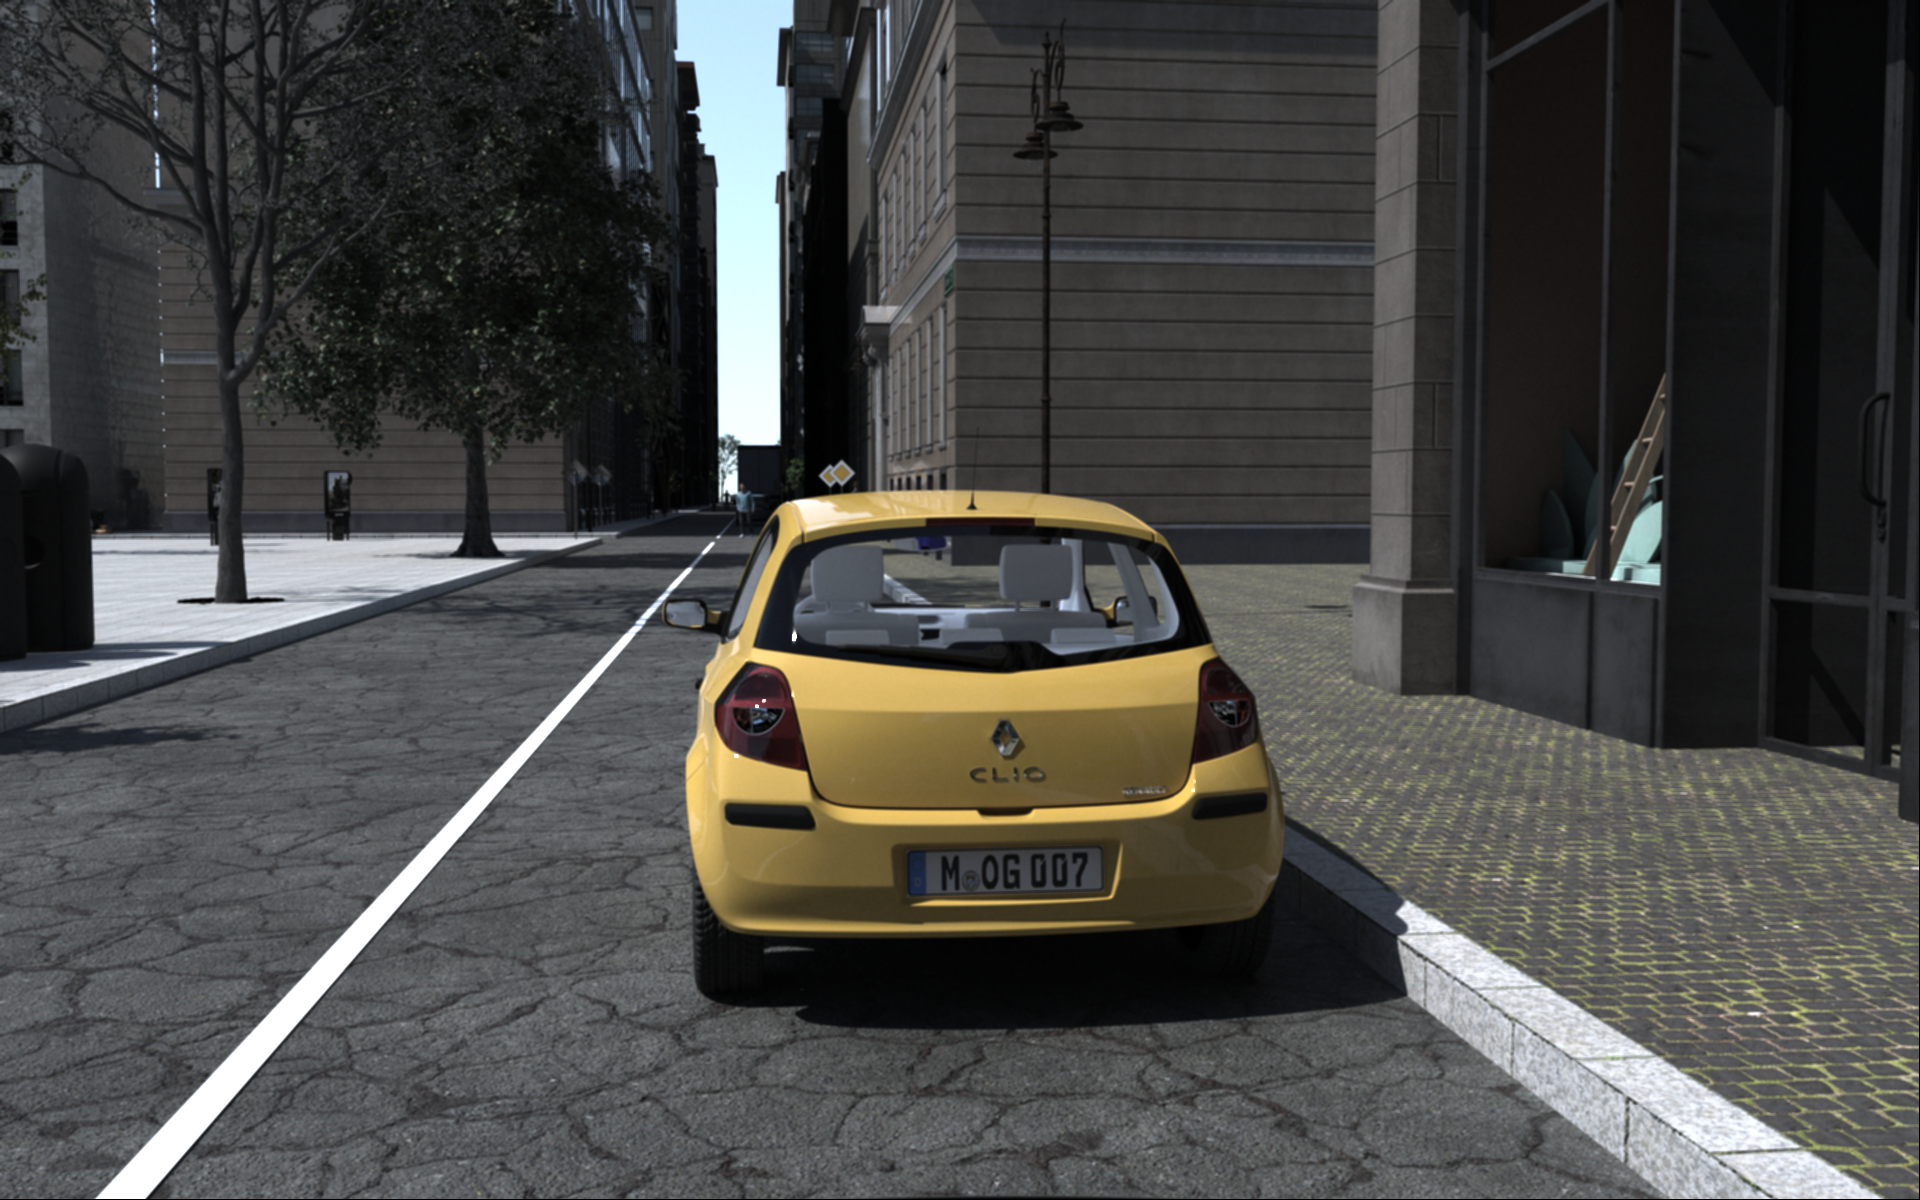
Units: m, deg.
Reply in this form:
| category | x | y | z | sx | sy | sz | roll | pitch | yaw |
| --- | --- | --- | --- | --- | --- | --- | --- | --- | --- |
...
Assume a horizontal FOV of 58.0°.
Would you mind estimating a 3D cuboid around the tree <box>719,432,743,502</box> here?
| category | x | y | z | sx | sy | sz | roll | pitch | yaw |
| --- | --- | --- | --- | --- | --- | --- | --- | --- | --- |
| tree | -39.663 | -22.263 | 289.748 | 9.928 | 11.665 | 9.643 | 0 | 3 | 0 |

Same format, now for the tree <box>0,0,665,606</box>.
| category | x | y | z | sx | sy | sz | roll | pitch | yaw |
| --- | --- | --- | --- | --- | --- | --- | --- | --- | --- |
| tree | -8.468 | -6.710 | 20.084 | 12.009 | 13.543 | 11.850 | 0 | 3 | 0 |

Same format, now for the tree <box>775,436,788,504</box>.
| category | x | y | z | sx | sy | sz | roll | pitch | yaw |
| --- | --- | --- | --- | --- | --- | --- | --- | --- | --- |
| tree | -22.605 | -16.608 | 221.899 | 4.737 | 8.622 | 4.395 | 0 | 3 | 0 |

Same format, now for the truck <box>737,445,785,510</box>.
| category | x | y | z | sx | sy | sz | roll | pitch | yaw |
| --- | --- | --- | --- | --- | --- | --- | --- | --- | --- |
| truck | -11.999 | -7.070 | 104.506 | 2.839 | 4.237 | 11.283 | 0 | 4 | -5 |

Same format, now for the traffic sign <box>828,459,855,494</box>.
| category | x | y | z | sx | sy | sz | roll | pitch | yaw |
| --- | --- | --- | --- | --- | --- | --- | --- | --- | --- |
| traffic sign | -3.413 | -2.837 | 50.030 | 0.795 | 2.450 | 0.064 | 0 | 4 | -7 |

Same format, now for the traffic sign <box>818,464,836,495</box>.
| category | x | y | z | sx | sy | sz | roll | pitch | yaw |
| --- | --- | --- | --- | --- | --- | --- | --- | --- | --- |
| traffic sign | -4.342 | -3.322 | 57.961 | 0.795 | 2.450 | 0.064 | 0 | 4 | -7 |

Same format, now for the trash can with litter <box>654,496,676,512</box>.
| category | x | y | z | sx | sy | sz | roll | pitch | yaw |
| --- | --- | --- | --- | --- | --- | --- | --- | --- | --- |
| trash can with litter | -21.541 | -6.948 | 124.662 | 2.233 | 1.210 | 1.678 | 1 | 4 | 11 |

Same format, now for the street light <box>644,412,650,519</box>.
| category | x | y | z | sx | sy | sz | roll | pitch | yaw |
| --- | --- | --- | --- | --- | --- | --- | --- | --- | --- |
| street light | -16.058 | -7.107 | 88.984 | 0.468 | 5.910 | 1.993 | 0 | 4 | -7 |

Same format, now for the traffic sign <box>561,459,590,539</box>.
| category | x | y | z | sx | sy | sz | roll | pitch | yaw |
| --- | --- | --- | --- | --- | --- | --- | --- | --- | --- |
| traffic sign | -10.908 | -2.785 | 49.175 | 0.795 | 2.450 | 0.064 | 0 | 4 | -7 |

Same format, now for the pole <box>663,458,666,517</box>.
| category | x | y | z | sx | sy | sz | roll | pitch | yaw |
| --- | --- | --- | --- | --- | --- | --- | --- | --- | --- |
| pole | -16.644 | -6.341 | 97.510 | 0.158 | 3.312 | 0.155 | 0 | 3 | 0 |

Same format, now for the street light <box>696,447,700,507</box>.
| category | x | y | z | sx | sy | sz | roll | pitch | yaw |
| --- | --- | --- | --- | --- | --- | --- | --- | --- | --- |
| street light | -24.971 | -11.777 | 165.338 | 0.468 | 5.910 | 1.993 | 0 | 4 | -7 |

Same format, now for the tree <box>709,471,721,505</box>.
| category | x | y | z | sx | sy | sz | roll | pitch | yaw |
| --- | --- | --- | --- | --- | --- | --- | --- | --- | --- |
| tree | -30.606 | -13.751 | 208.541 | 4.285 | 4.588 | 4.351 | 0 | 3 | 0 |

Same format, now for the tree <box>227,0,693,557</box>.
| category | x | y | z | sx | sy | sz | roll | pitch | yaw |
| --- | --- | --- | --- | --- | --- | --- | --- | --- | --- |
| tree | -10.031 | -7.234 | 35.278 | 9.611 | 12.733 | 9.660 | 0 | 3 | 0 |

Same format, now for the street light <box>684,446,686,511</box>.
| category | x | y | z | sx | sy | sz | roll | pitch | yaw |
| --- | --- | --- | --- | --- | --- | --- | --- | --- | --- |
| street light | -21.428 | -9.866 | 134.100 | 0.468 | 5.910 | 1.993 | 0 | 4 | -7 |

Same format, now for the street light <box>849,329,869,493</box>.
| category | x | y | z | sx | sy | sz | roll | pitch | yaw |
| --- | --- | --- | --- | --- | --- | --- | --- | --- | --- |
| street light | -2.836 | -4.641 | 48.676 | 0.468 | 5.910 | 1.993 | 0 | 4 | -7 |

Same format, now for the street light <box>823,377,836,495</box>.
| category | x | y | z | sx | sy | sz | roll | pitch | yaw |
| --- | --- | --- | --- | --- | --- | --- | --- | --- | --- |
| street light | -5.165 | -5.871 | 68.782 | 0.468 | 5.910 | 1.993 | 0 | 4 | -7 |

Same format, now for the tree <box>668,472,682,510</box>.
| category | x | y | z | sx | sy | sz | roll | pitch | yaw |
| --- | --- | --- | --- | --- | --- | --- | --- | --- | --- |
| tree | -21.555 | -8.234 | 129.233 | 1.663 | 3.219 | 1.824 | 0 | 3 | 0 |

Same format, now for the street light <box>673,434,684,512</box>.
| category | x | y | z | sx | sy | sz | roll | pitch | yaw |
| --- | --- | --- | --- | --- | --- | --- | --- | --- | --- |
| street light | -19.707 | -9.033 | 120.474 | 0.468 | 5.910 | 1.993 | 0 | 4 | -7 |

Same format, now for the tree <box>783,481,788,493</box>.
| category | x | y | z | sx | sy | sz | roll | pitch | yaw |
| --- | --- | --- | --- | --- | --- | --- | --- | --- | --- |
| tree | -21.337 | -13.611 | 217.139 | 1.663 | 3.219 | 1.824 | 0 | 3 | 0 |

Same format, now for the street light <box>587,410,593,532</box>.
| category | x | y | z | sx | sy | sz | roll | pitch | yaw |
| --- | --- | --- | --- | --- | --- | --- | --- | --- | --- |
| street light | -12.374 | -5.197 | 57.762 | 0.468 | 5.910 | 1.993 | 0 | 4 | -7 |

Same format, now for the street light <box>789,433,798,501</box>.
| category | x | y | z | sx | sy | sz | roll | pitch | yaw |
| --- | --- | --- | --- | --- | --- | --- | --- | --- | --- |
| street light | -12.511 | -9.719 | 131.695 | 0.468 | 5.910 | 1.993 | 0 | 4 | -7 |

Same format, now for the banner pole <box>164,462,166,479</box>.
| category | x | y | z | sx | sy | sz | roll | pitch | yaw |
| --- | --- | --- | --- | --- | --- | --- | --- | --- | --- |
| banner pole | -44.349 | -6.527 | 96.739 | 0.863 | 3.779 | 0.401 | 0 | 4 | 4 |

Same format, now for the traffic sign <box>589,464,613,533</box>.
| category | x | y | z | sx | sy | sz | roll | pitch | yaw |
| --- | --- | --- | --- | --- | --- | --- | --- | --- | --- |
| traffic sign | -11.837 | -3.270 | 57.106 | 0.795 | 2.450 | 0.064 | 0 | 4 | -7 |

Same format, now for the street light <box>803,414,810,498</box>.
| category | x | y | z | sx | sy | sz | roll | pitch | yaw |
| --- | --- | --- | --- | --- | --- | --- | --- | --- | --- |
| street light | -8.806 | -7.799 | 100.302 | 0.468 | 5.910 | 1.993 | 0 | 4 | -7 |

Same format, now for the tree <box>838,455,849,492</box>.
| category | x | y | z | sx | sy | sz | roll | pitch | yaw |
| --- | --- | --- | --- | --- | --- | --- | --- | --- | --- |
| tree | -4.591 | -4.937 | 75.325 | 1.663 | 3.219 | 1.824 | 0 | 3 | 0 |

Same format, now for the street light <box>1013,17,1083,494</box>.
| category | x | y | z | sx | sy | sz | roll | pitch | yaw |
| --- | --- | --- | --- | --- | --- | --- | --- | --- | --- |
| street light | 0.868 | -2.732 | 17.457 | 0.468 | 5.910 | 1.993 | 0 | 4 | -7 |

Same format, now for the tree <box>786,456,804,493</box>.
| category | x | y | z | sx | sy | sz | roll | pitch | yaw |
| --- | --- | --- | --- | --- | --- | --- | --- | --- | --- |
| tree | -11.992 | -9.262 | 135.146 | 4.285 | 4.588 | 4.351 | 0 | 3 | 0 |

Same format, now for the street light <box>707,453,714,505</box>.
| category | x | y | z | sx | sy | sz | roll | pitch | yaw |
| --- | --- | --- | --- | --- | --- | --- | --- | --- | --- |
| street light | -28.526 | -13.687 | 196.574 | 0.468 | 5.910 | 1.993 | 0 | 4 | -7 |

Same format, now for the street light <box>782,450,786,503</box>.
| category | x | y | z | sx | sy | sz | roll | pitch | yaw |
| --- | --- | --- | --- | --- | --- | --- | --- | --- | --- |
| street light | -17.877 | -12.477 | 176.782 | 0.468 | 5.910 | 1.993 | 0 | 4 | -7 |

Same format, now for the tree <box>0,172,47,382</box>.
| category | x | y | z | sx | sy | sz | roll | pitch | yaw |
| --- | --- | --- | --- | --- | --- | --- | --- | --- | --- |
| tree | -21.257 | -5.253 | 36.249 | 4.737 | 8.622 | 4.395 | 0 | 3 | 0 |

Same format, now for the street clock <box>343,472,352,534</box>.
| category | x | y | z | sx | sy | sz | roll | pitch | yaw |
| --- | --- | --- | --- | --- | --- | --- | --- | --- | --- |
| street clock | -19.643 | -3.103 | 55.305 | 0.471 | 2.002 | 0.358 | 2 | 4 | 31 |
